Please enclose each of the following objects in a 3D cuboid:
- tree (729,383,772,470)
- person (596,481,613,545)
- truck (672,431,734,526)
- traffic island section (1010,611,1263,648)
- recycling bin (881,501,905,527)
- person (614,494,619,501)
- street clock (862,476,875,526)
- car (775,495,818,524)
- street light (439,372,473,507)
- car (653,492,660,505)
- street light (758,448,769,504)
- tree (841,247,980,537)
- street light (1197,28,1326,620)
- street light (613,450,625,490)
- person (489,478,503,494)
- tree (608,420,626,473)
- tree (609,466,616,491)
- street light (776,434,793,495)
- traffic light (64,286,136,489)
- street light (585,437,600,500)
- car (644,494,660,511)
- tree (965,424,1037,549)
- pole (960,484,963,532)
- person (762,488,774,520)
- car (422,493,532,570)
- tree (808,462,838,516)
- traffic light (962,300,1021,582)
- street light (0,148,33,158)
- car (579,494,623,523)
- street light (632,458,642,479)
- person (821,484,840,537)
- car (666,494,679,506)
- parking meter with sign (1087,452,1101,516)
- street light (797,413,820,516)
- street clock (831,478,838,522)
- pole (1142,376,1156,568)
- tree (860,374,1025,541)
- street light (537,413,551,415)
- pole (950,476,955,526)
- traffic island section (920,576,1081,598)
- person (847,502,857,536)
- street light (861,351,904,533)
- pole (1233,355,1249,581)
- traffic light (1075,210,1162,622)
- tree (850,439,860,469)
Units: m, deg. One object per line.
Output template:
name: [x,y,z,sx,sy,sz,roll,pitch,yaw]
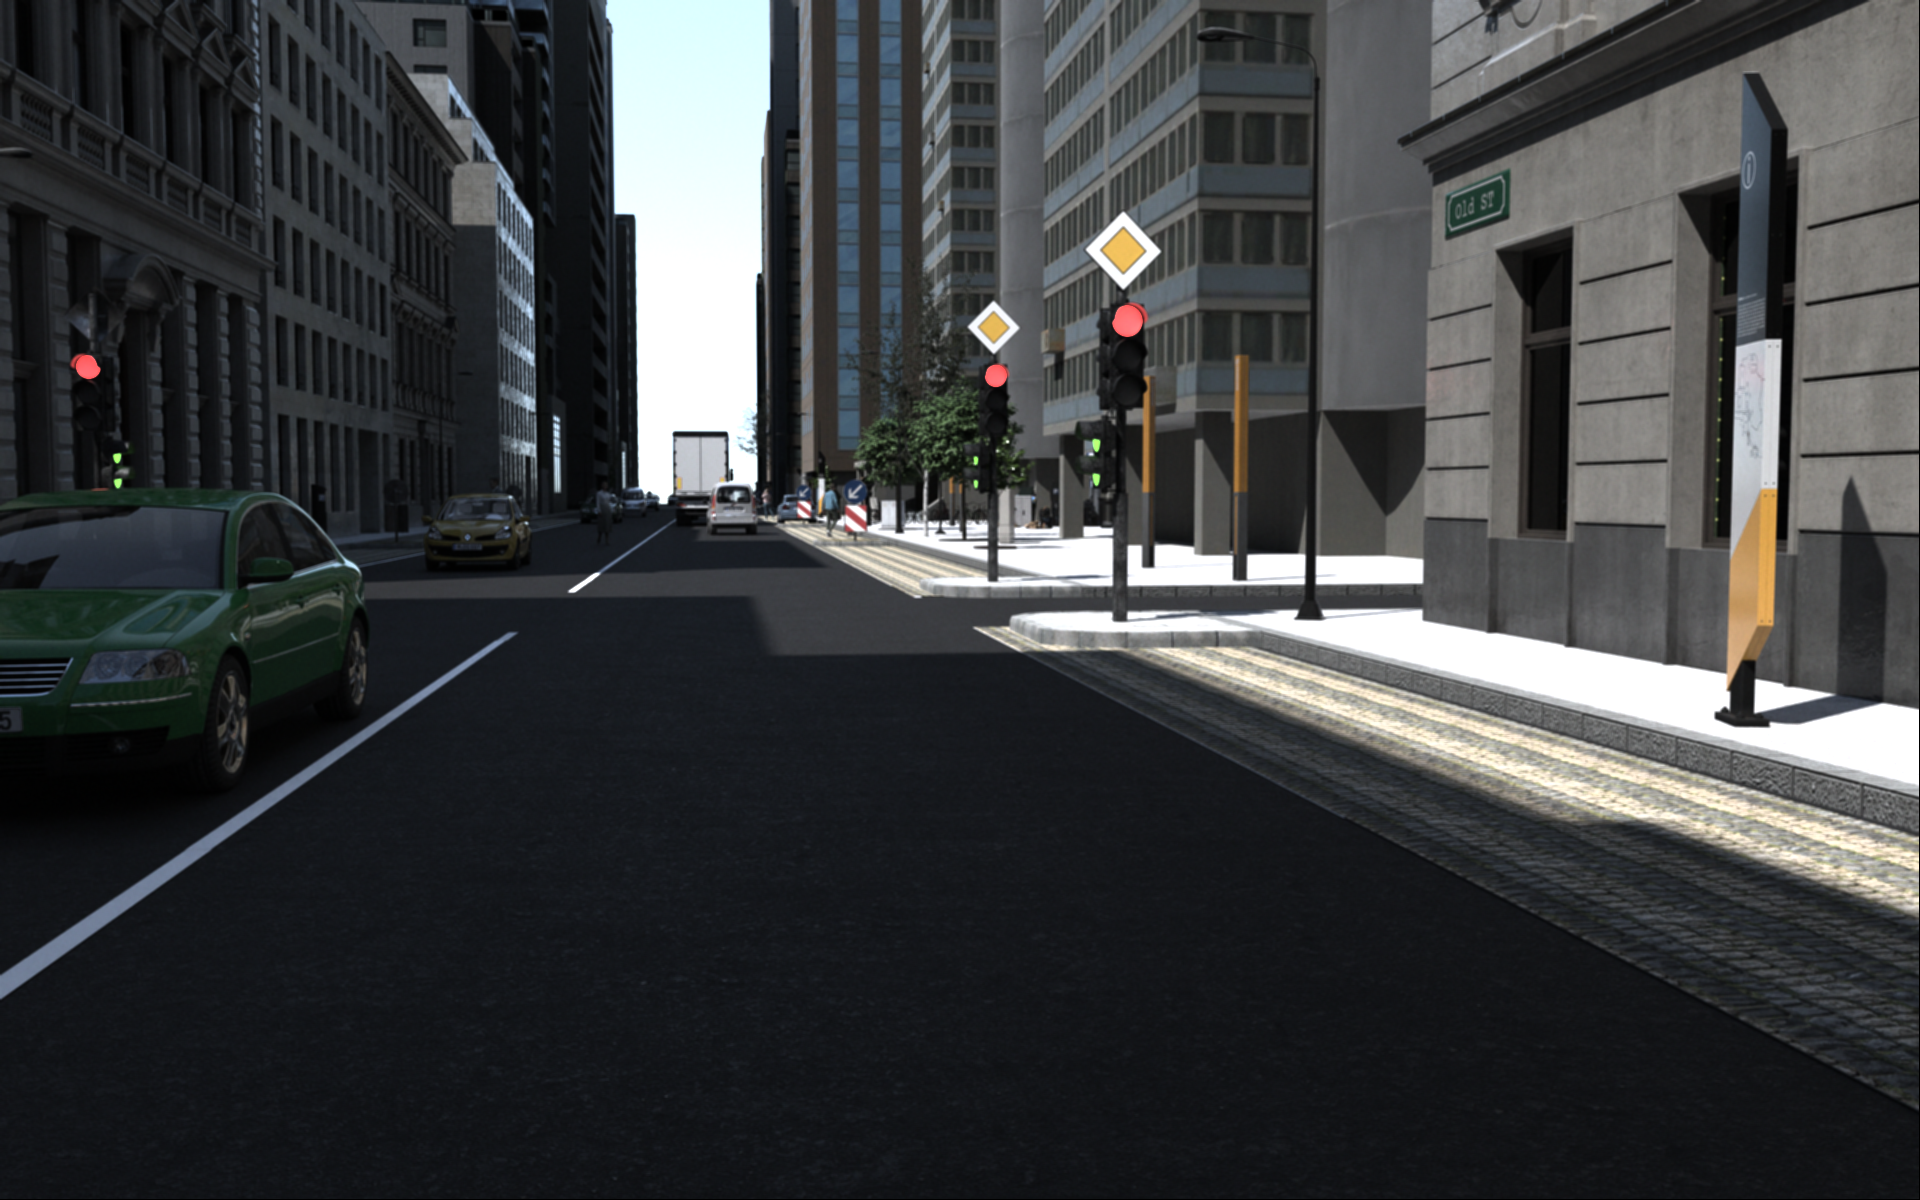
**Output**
tree: [-19.342,-16.767,184.507,12.009,13.543,11.850,0,3,0]
person: [-10.182,-2.487,49.384,0.478,1.798,0.641,-2,4,-31]
truck: [-12.208,-5.713,82.325,2.839,4.237,11.283,0,4,-7]
traffic island section: [1.631,0.297,17.430,2.009,0.180,2.903,0,4,-8]
recycling bin: [-2.584,-3.324,66.895,0.722,1.027,0.722,1,4,21]
person: [-25.988,-7.254,130.364,0.557,1.426,1.065,3,5,44]
street clock: [-3.680,-3.989,69.794,0.471,2.002,0.358,1,4,12]
car: [-7.710,-4.274,81.875,2.014,1.417,4.499,0,4,-8]
street light: [-19.175,-5.707,65.850,1.470,5.913,1.316,0,4,-8]
car: [-41.838,-13.862,236.228,1.945,1.707,3.694,-1,4,-8]
street light: [-19.586,-12.410,175.447,1.470,5.913,1.316,0,4,-8]
tree: [-1.161,-6.212,51.936,4.360,8.622,3.978,0,3,0]
street light: [3.052,-2.750,17.506,1.470,5.913,1.316,0,4,-8]
street light: [-35.730,-12.766,181.257,1.470,5.913,1.316,0,4,-8]
person: [-10.652,-1.906,39.792,0.853,1.813,0.709,-2,4,-30]
tree: [-35.420,-13.594,172.620,4.360,8.622,3.978,0,3,0]
tree: [-34.654,-11.229,167.305,4.285,4.588,4.351,0,3,0]
street light: [-13.422,-9.812,132.961,1.470,5.913,1.316,0,4,-8]
traffic light: [-11.675,-2.113,23.474,0.839,4.253,0.868,0,4,-8]
street light: [-30.021,-10.322,141.309,1.470,5.913,1.316,0,4,-8]
car: [-26.932,-8.422,149.502,2.131,1.459,4.920,0,4,-8]
tree: [0.729,-2.814,40.618,1.663,3.219,1.824,0,3,0]
pole: [0.084,-3.962,58.624,0.158,3.312,0.155,0,3,0]
person: [-10.363,-5.181,93.797,0.643,1.750,0.593,3,5,43]
car: [-9.384,-1.445,33.845,2.015,1.641,3.980,-1,4,-9]
tree: [-7.943,-6.615,102.763,1.663,3.219,1.824,0,3,0]
traffic light: [0.462,-2.220,25.216,0.839,4.253,0.868,0,4,-8]
street light: [-13.152,-3.107,23.338,1.470,5.913,1.316,0,4,-8]
car: [-17.777,-4.536,85.963,2.131,1.459,4.920,0,4,-7]
street light: [-41.784,-15.385,224.085,1.470,5.913,1.316,0,4,-8]
person: [-4.344,-3.005,57.972,0.601,1.785,0.444,3,5,43]
car: [-35.975,-12.753,218.295,2.009,1.686,4.222,-1,4,-9]
parking meter with sign: [5.735,-4.714,73.338,0.543,3.016,1.738,1,4,12]
street light: [-8.589,-7.746,99.190,1.470,5.913,1.316,0,4,-8]
street clock: [-5.818,-4.614,80.016,0.358,2.002,0.471,-1,4,-10]
pole: [3.274,-2.213,30.022,0.158,3.312,0.155,0,3,0]
tree: [0.190,-3.907,47.599,4.285,4.588,4.351,0,3,0]
street light: [-24.050,-7.730,98.934,1.470,5.913,1.316,0,4,-8]
pole: [-0.310,-4.633,69.595,0.158,3.312,0.155,0,3,0]
traffic island section: [0.503,-0.187,25.335,2.009,0.180,2.903,0,4,-8]
person: [-3.659,-3.123,59.364,0.447,1.846,0.655,-1,4,-8]
street light: [-2.507,-5.122,56.294,1.470,5.913,1.316,0,4,-8]
pole: [4.143,-1.939,25.546,0.158,3.312,0.155,0,3,0]
traffic light: [1.590,-1.736,17.310,0.839,4.253,0.868,0,4,-8]
tree: [-2.334,-4.822,62.559,4.285,4.588,4.351,0,3,0]
